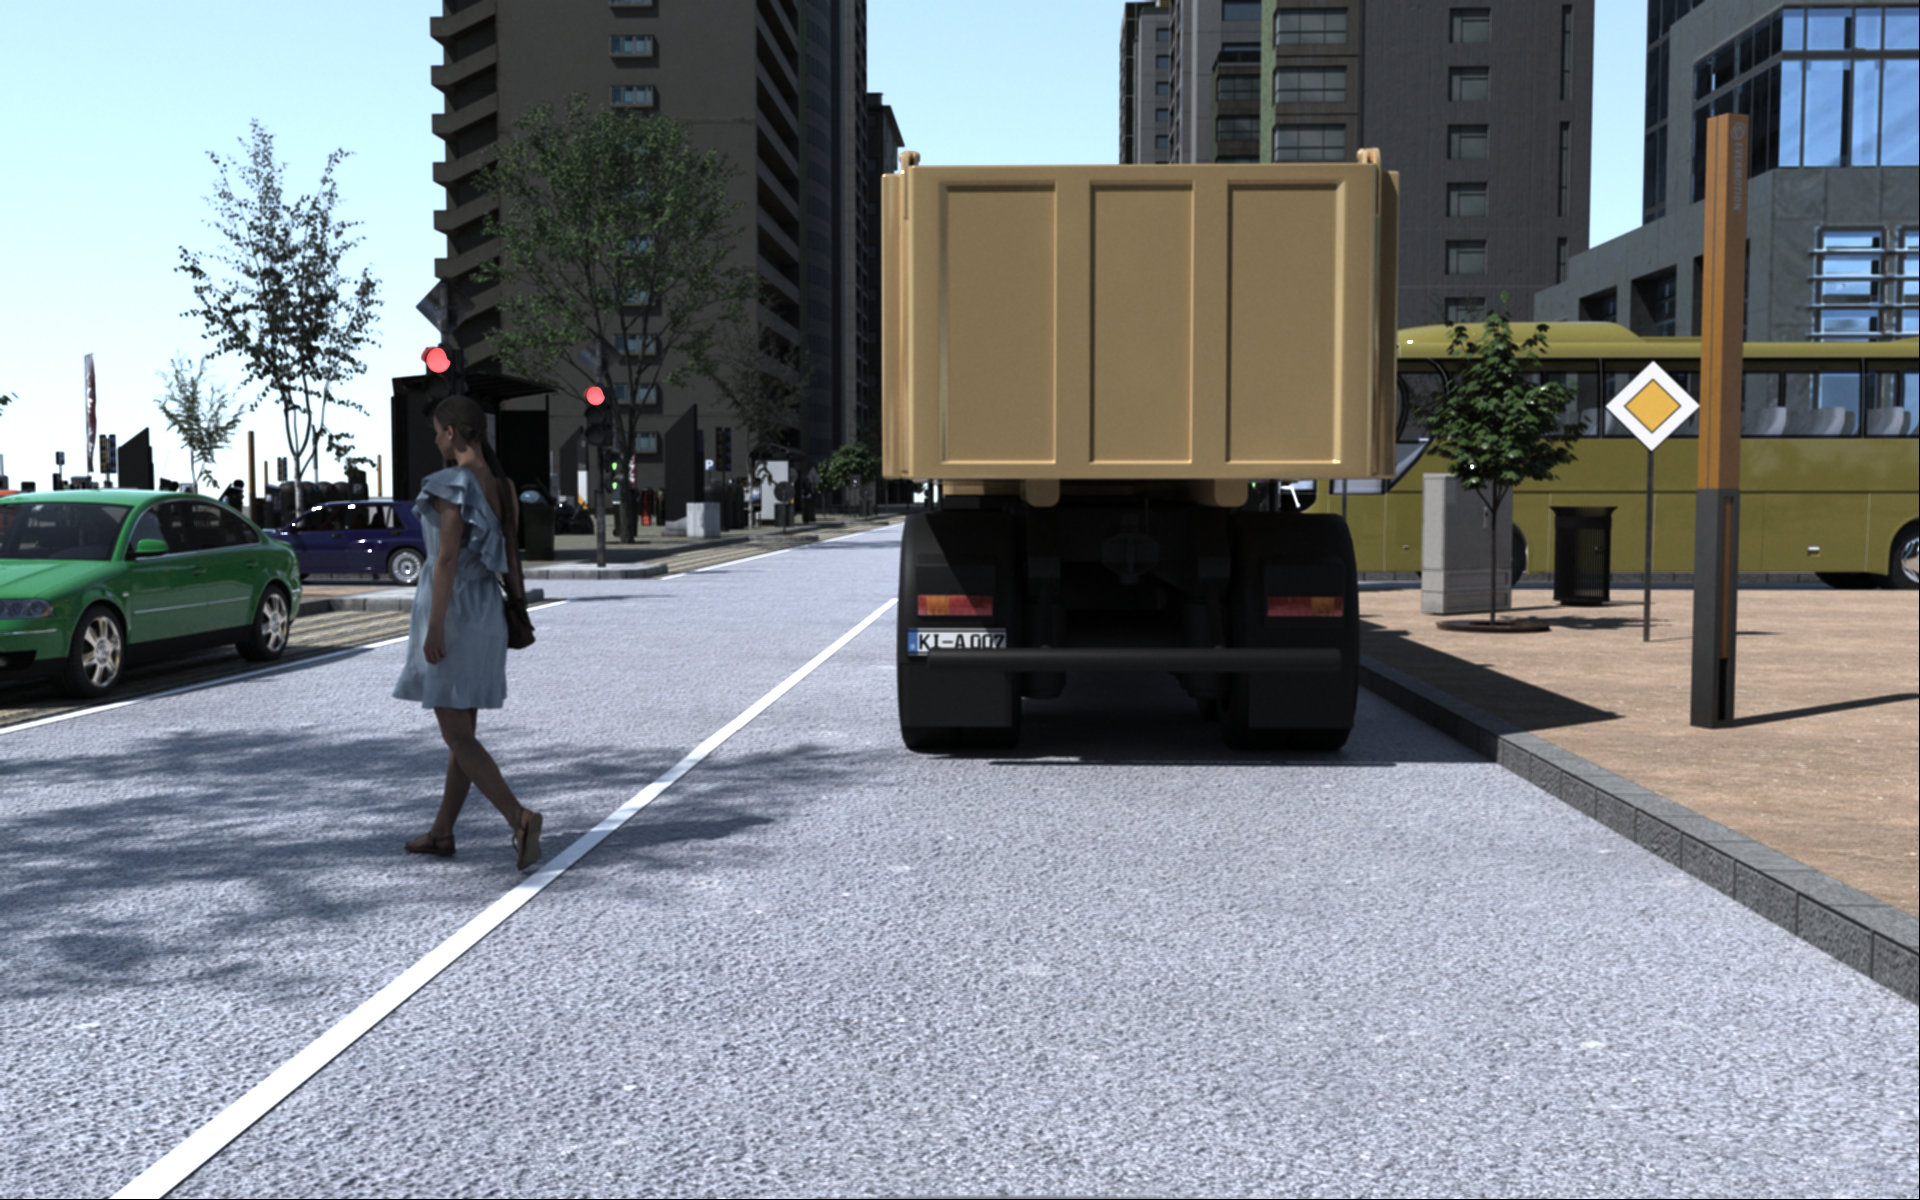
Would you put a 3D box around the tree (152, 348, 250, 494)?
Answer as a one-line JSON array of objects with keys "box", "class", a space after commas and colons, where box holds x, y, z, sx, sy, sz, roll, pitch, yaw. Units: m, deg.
[{"box": [-38.798, -8.432, 88.221, 4.737, 8.622, 4.395, 0, 3, 0], "class": "tree"}]

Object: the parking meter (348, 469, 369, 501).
[{"box": [-12.868, -1.918, 37.074, 0.399, 1.863, 0.255, -1, 4, -16], "class": "parking meter"}]

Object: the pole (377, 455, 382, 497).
[{"box": [-29.918, -5.840, 89.327, 0.158, 3.312, 0.155, 0, 3, 0], "class": "pole"}]

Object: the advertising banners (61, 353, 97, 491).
[{"box": [-11.338, -1.597, 22.302, 0.090, 3.025, 2.074, -3, 4, -37], "class": "advertising banners"}]

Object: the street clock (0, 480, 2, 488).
[{"box": [-45.941, -4.773, 82.603, 0.471, 2.002, 0.358, 0, 4, 4], "class": "street clock"}]

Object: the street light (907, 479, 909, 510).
[{"box": [-4.103, -9.994, 136.194, 0.468, 5.910, 1.993, 0, 4, 2], "class": "street light"}]

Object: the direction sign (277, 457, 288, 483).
[{"box": [-41.459, -6.974, 106.028, 0.876, 3.537, 0.379, 2, 4, 31], "class": "direction sign"}]

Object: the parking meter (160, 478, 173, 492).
[{"box": [-28.086, -3.401, 61.321, 0.399, 1.863, 0.255, -1, 4, -22], "class": "parking meter"}]

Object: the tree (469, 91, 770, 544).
[{"box": [-8.636, -7.265, 44.542, 9.928, 11.665, 9.643, 0, 3, 0], "class": "tree"}]

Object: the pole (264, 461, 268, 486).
[{"box": [-42.477, -6.863, 106.053, 0.158, 3.312, 0.155, 0, 3, 0], "class": "pole"}]

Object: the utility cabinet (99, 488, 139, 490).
[{"box": [-28.639, -3.081, 59.045, 1.173, 1.500, 0.318, -1, 4, -14], "class": "utility cabinet"}]

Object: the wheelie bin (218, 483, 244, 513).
[{"box": [-20.593, -2.511, 48.957, 0.693, 1.594, 0.980, -2, 4, -23], "class": "wheelie bin"}]

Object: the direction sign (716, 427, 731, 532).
[{"box": [-8.043, -4.095, 58.954, 0.379, 3.537, 0.876, 2, 4, 26], "class": "direction sign"}]

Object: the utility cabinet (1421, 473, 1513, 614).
[{"box": [5.476, -0.610, 18.646, 1.173, 1.500, 0.318, -3, 4, -37], "class": "utility cabinet"}]

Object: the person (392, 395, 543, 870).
[{"box": [-1.875, 0.113, 6.747, 0.778, 1.811, 0.616, 2, 4, 32], "class": "person"}]

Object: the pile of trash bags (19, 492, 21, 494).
[{"box": [-18.717, -1.660, 36.895, 3.447, 1.369, 1.912, -1, 4, -13], "class": "pile of trash bags"}]

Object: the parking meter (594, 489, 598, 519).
[{"box": [-19.011, -5.050, 90.974, 0.372, 1.533, 0.369, 0, 3, 0], "class": "parking meter"}]

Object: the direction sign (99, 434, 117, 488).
[{"box": [-32.277, -4.506, 65.674, 0.876, 3.537, 0.379, 2, 4, 26], "class": "direction sign"}]

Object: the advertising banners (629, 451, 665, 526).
[{"box": [-12.669, -4.515, 70.002, 2.074, 3.025, 0.090, 2, 4, 29], "class": "advertising banners"}]

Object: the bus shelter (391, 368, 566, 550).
[{"box": [-9.741, -2.708, 35.553, 1.731, 3.624, 6.357, 0, 4, 2], "class": "bus shelter"}]

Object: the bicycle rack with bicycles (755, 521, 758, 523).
[{"box": [-10.127, -3.812, 75.708, 2.925, 0.926, 2.852, -2, 4, -28], "class": "bicycle rack with bicycles"}]

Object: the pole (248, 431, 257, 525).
[{"box": [-22.852, -3.796, 55.907, 0.158, 3.312, 0.155, 0, 3, 0], "class": "pole"}]

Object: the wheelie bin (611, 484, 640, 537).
[{"box": [-10.032, -2.697, 52.007, 0.693, 1.594, 0.980, -3, 5, -39], "class": "wheelie bin"}]

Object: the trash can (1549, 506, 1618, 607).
[{"box": [7.141, -0.503, 19.873, 0.748, 1.137, 0.748, 0, 3, 0], "class": "trash can"}]

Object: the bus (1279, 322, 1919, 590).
[{"box": [10.652, -2.062, 25.262, 12.252, 3.916, 2.896, 0, 4, 1], "class": "bus"}]

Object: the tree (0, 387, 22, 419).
[{"box": [-9.243, -1.232, 14.745, 1.663, 3.219, 1.824, 0, 3, 0], "class": "tree"}]

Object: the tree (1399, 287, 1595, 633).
[{"box": [5.056, -1.323, 16.231, 1.663, 3.219, 1.824, 0, 3, 0], "class": "tree"}]

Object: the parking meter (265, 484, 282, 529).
[{"box": [-17.080, -2.122, 43.100, 0.372, 1.533, 0.369, 0, 3, 0], "class": "parking meter"}]

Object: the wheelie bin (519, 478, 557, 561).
[{"box": [-8.120, -1.557, 33.365, 0.693, 1.594, 0.980, -1, 4, -13], "class": "wheelie bin"}]

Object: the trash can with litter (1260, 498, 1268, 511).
[{"box": [5.942, -1.298, 32.277, 1.678, 1.210, 2.233, 2, 4, 27], "class": "trash can with litter"}]

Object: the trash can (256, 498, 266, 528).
[{"box": [-26.319, -3.295, 65.522, 0.748, 1.137, 0.748, 0, 3, 0], "class": "trash can"}]

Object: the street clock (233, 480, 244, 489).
[{"box": [-36.193, -5.039, 86.952, 0.471, 2.002, 0.358, 1, 4, 11], "class": "street clock"}]

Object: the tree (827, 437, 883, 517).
[{"box": [-5.934, -6.900, 96.522, 4.285, 4.588, 4.351, 0, 3, 0], "class": "tree"}]

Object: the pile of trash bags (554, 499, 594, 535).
[{"box": [-13.350, -2.732, 54.417, 3.447, 1.369, 1.912, -2, 4, -32], "class": "pile of trash bags"}]

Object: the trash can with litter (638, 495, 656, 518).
[{"box": [-16.615, -5.264, 97.118, 2.233, 1.210, 1.678, 2, 4, 30], "class": "trash can with litter"}]

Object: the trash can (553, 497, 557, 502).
[{"box": [-17.514, -3.866, 74.860, 0.748, 1.137, 0.748, 0, 3, 0], "class": "trash can"}]

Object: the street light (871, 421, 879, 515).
[{"box": [-5.192, -8.216, 107.118, 0.468, 5.910, 1.993, 0, 4, 2], "class": "street light"}]

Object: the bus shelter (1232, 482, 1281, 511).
[{"box": [6.557, -2.801, 37.083, 1.731, 3.624, 6.357, 0, 4, 2], "class": "bus shelter"}]

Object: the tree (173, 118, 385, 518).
[{"box": [-13.161, -5.127, 34.184, 4.360, 8.622, 3.978, 0, 3, 0], "class": "tree"}]

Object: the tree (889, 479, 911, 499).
[{"box": [-4.618, -12.326, 151.887, 4.360, 8.622, 3.978, 0, 3, 0], "class": "tree"}]

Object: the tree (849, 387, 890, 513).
[{"box": [-5.109, -10.064, 114.910, 4.737, 8.622, 4.395, 0, 3, 0], "class": "tree"}]

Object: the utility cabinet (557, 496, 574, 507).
[{"box": [-13.078, -2.833, 57.483, 0.306, 1.237, 1.020, -2, 4, -30], "class": "utility cabinet"}]

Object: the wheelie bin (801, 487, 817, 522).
[{"box": [-6.943, -4.370, 79.357, 0.693, 1.594, 0.980, -1, 4, -15], "class": "wheelie bin"}]

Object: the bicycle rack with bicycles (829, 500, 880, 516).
[{"box": [-6.627, -5.525, 103.719, 2.925, 0.926, 2.852, 2, 4, 29], "class": "bicycle rack with bicycles"}]

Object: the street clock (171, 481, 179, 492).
[{"box": [-44.564, -5.732, 98.285, 0.358, 2.002, 0.471, 2, 4, 25], "class": "street clock"}]

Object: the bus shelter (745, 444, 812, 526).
[{"box": [-7.519, -4.790, 72.237, 2.014, 3.302, 5.546, 0, 4, 2], "class": "bus shelter"}]

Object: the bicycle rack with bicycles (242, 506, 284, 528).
[{"box": [-21.351, -2.334, 51.538, 2.852, 0.926, 2.925, -2, 4, -31], "class": "bicycle rack with bicycles"}]

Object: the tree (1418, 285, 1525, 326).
[{"box": [17.212, -6.754, 60.788, 4.360, 8.622, 3.978, 0, 3, 0], "class": "tree"}]

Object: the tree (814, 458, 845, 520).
[{"box": [-6.696, -5.527, 84.974, 1.663, 3.219, 1.824, 0, 3, 0], "class": "tree"}]

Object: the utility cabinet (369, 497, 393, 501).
[{"box": [-14.776, -2.045, 44.594, 1.020, 1.237, 0.306, 2, 4, 34], "class": "utility cabinet"}]

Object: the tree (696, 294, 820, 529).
[{"box": [-7.396, -6.885, 62.925, 4.360, 8.622, 3.978, 0, 3, 0], "class": "tree"}]

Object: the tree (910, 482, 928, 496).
[{"box": [-3.663, -9.892, 156.337, 1.663, 3.219, 1.824, 0, 3, 0], "class": "tree"}]

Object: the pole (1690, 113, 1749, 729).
[{"box": [4.143, -0.954, 9.443, 0.158, 3.312, 0.155, 0, 3, 0], "class": "pole"}]

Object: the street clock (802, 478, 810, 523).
[{"box": [-6.801, -4.388, 76.309, 0.358, 2.002, 0.471, 1, 4, 9], "class": "street clock"}]
